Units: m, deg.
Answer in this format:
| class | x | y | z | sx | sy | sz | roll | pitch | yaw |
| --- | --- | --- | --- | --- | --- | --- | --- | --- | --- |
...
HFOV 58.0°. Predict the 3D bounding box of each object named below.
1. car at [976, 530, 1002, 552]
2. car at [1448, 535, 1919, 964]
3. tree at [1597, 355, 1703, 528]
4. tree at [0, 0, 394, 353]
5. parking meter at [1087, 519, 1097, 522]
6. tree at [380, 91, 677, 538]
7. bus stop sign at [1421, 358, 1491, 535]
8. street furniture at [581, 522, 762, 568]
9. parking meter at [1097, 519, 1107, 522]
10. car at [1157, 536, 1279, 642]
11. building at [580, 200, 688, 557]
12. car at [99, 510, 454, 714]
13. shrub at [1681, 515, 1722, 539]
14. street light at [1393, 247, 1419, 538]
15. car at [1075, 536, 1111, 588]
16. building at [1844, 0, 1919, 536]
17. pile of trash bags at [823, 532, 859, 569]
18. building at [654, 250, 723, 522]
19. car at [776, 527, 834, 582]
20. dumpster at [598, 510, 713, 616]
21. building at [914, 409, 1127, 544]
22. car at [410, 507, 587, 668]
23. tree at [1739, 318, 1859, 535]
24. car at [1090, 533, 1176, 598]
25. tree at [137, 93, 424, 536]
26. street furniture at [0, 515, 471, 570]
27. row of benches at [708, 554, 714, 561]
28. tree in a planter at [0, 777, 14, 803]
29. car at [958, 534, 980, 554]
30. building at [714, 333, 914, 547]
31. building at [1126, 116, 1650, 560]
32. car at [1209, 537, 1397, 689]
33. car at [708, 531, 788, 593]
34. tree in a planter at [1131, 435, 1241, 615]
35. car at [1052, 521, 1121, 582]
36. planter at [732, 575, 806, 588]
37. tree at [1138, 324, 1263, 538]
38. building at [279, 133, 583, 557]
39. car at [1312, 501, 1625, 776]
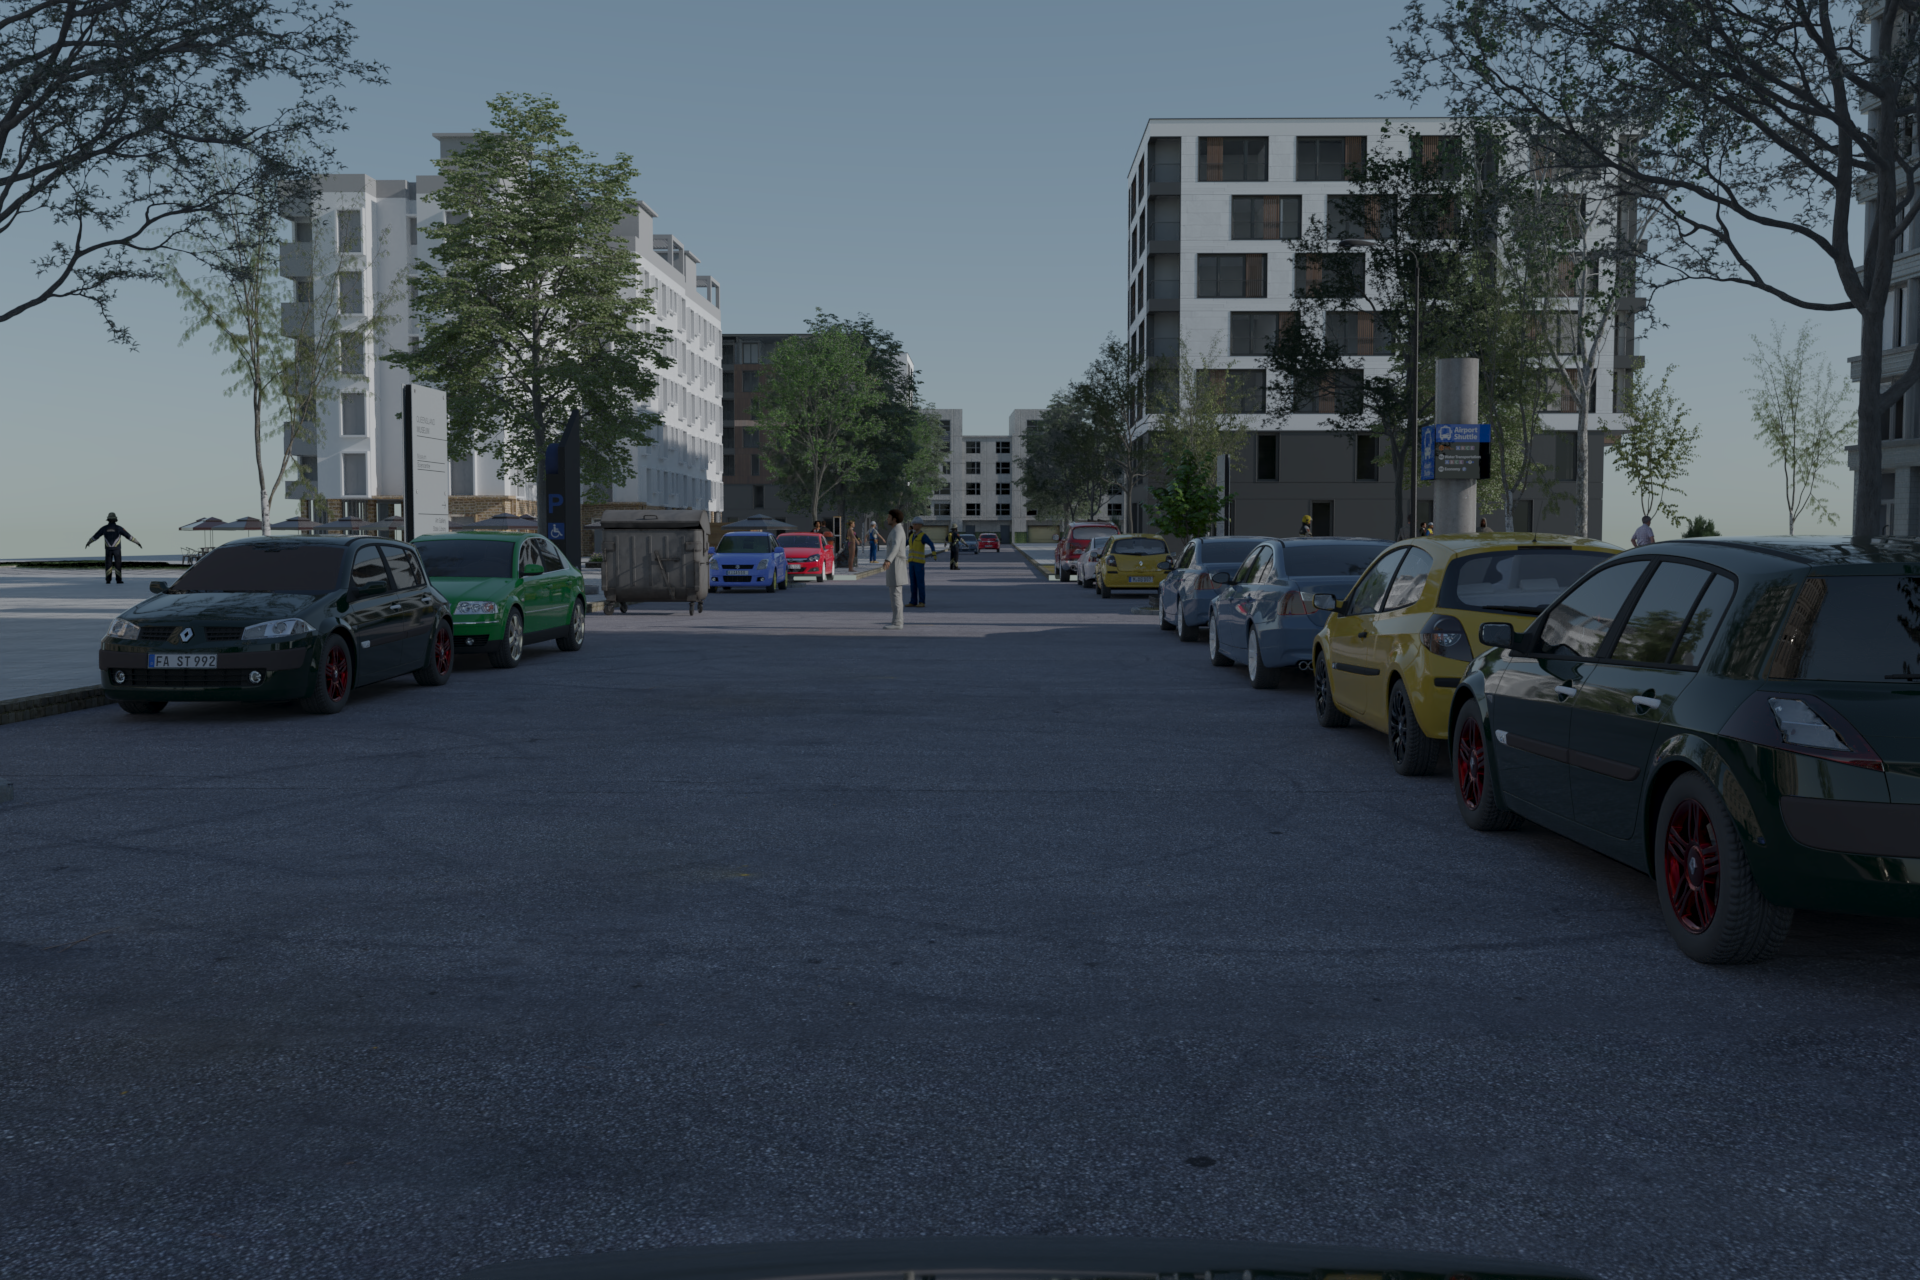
| class | x | y | z | sx | sy | sz | roll | pitch | yaw |
| --- | --- | --- | --- | --- | --- | --- | --- | --- | --- |
| car | 2.231 | -7.786 | 136.341 | 2.155 | 1.783 | 4.494 | 0 | 4 | 1 |
| car | 3.301 | 0.161 | 7.151 | 2.009 | 1.686 | 4.222 | 0 | 4 | 1 |
| tree | 28.056 | -7.350 | 70.542 | 4.737 | 8.622 | 4.395 | 0 | 3 | 0 |
| tree | -11.521 | -6.652 | 19.138 | 12.009 | 13.543 | 11.850 | 0 | 3 | 0 |
| parking meter | 5.050 | -3.685 | 65.966 | 0.399 | 1.863 | 0.255 | 0 | 4 | 2 |
| tree | -11.316 | -7.790 | 45.492 | 7.486 | 12.596 | 7.792 | 0 | 3 | 0 |
| bus stop sign | 7.497 | -2.276 | 26.232 | 0.837 | 3.901 | 0.837 | 0 | 4 | 1 |
| street furniture | -11.793 | -3.723 | 67.724 | 9.812 | 1.723 | 11.010 | 0 | 4 | 7 |
| parking meter | 5.380 | -3.651 | 65.406 | 0.399 | 1.863 | 0.255 | 0 | 4 | 2 |
| car | 3.818 | -0.753 | 24.311 | 2.014 | 1.417 | 4.499 | 0 | 4 | 1 |
| building | -22.910 | -14.881 | 99.716 | 16.016 | 20.090 | 11.380 | 0 | 4 | 1 |
| car | -5.768 | -0.321 | 15.027 | 2.009 | 1.686 | 4.222 | 0 | 4 | 2 |
| shrub | 27.249 | -3.628 | 63.743 | 1.690 | 2.028 | 1.600 | 0 | 3 | 0 |
| street light | 7.736 | -3.355 | 27.392 | 1.470 | 5.913 | 1.316 | 0 | 4 | 1 |
| car | 4.203 | -2.136 | 47.291 | 2.083 | 1.381 | 4.827 | 0 | 4 | 1 |
| building | 26.245 | -11.519 | 35.012 | 8.464 | 21.280 | 15.925 | 0 | 4 | 1 |
| pile of trash bags | -4.837 | -3.432 | 65.863 | 1.912 | 1.369 | 3.447 | 0 | 4 | 2 |
| building | -22.993 | -15.935 | 116.953 | 16.016 | 20.090 | 11.380 | 0 | 4 | 1 |
| car | -4.877 | -2.672 | 52.730 | 2.155 | 1.783 | 4.494 | 0 | 4 | 2 |
| dumpster | -5.414 | -1.384 | 30.840 | 1.865 | 1.857 | 1.264 | 0 | 4 | 1 |
| building | 7.475 | -23.379 | 251.167 | 31.486 | 18.905 | 16.747 | 0 | 4 | -1 |
| car | -5.580 | -0.678 | 19.886 | 1.959 | 1.807 | 4.718 | 0 | 4 | 1 |
| tree | 28.429 | -6.665 | 59.336 | 4.360 | 8.622 | 3.978 | 0 | 3 | 0 |
| car | 4.032 | -1.817 | 39.937 | 2.015 | 1.641 | 3.980 | 0 | 4 | 2 |
| tree | -12.070 | -4.833 | 29.383 | 4.360 | 8.622 | 3.978 | 0 | 3 | 0 |
| street furniture | -31.634 | -3.723 | 65.908 | 27.439 | 1.986 | 14.083 | 3 | 4 | 38 |
| row of benches | -7.663 | -2.378 | 54.344 | 1.422 | 0.672 | 4.104 | -3 | 5 | -44 |
| tree in a planter | -6.114 | -0.708 | 8.795 | 1.991 | 3.239 | 1.994 | 0 | 4 | 1 |
| car | 0.434 | -6.829 | 123.653 | 2.014 | 1.417 | 4.499 | 0 | 4 | 2 |
| building | -19.886 | -21.345 | 192.959 | 27.936 | 21.610 | 32.646 | 0 | 4 | 1 |
| building | 23.550 | -15.751 | 101.506 | 27.936 | 21.610 | 32.646 | 0 | 4 | 1 |
| car | 3.583 | -0.324 | 17.293 | 2.014 | 1.417 | 4.499 | 0 | 4 | 1 |
| car | -5.319 | -2.067 | 43.387 | 1.945 | 1.707 | 3.694 | 0 | 4 | 1 |
| tree in a planter | 4.116 | -2.082 | 31.263 | 1.991 | 3.239 | 1.994 | 0 | 4 | 1 |
| car | 4.014 | -2.738 | 53.440 | 2.281 | 1.827 | 5.304 | 0 | 4 | 0 |
| planter | -5.217 | -1.577 | 46.925 | 1.991 | 0.319 | 1.994 | 0 | 4 | 1 |
| tree | 8.067 | -6.805 | 61.617 | 4.360 | 8.622 | 3.978 | 0 | 3 | 0 |
| building | -26.168 | -13.869 | 83.179 | 16.016 | 20.090 | 11.380 | 0 | 4 | 1 |
| car | 3.481 | -0.088 | 11.661 | 2.015 | 1.641 | 3.980 | 0 | 4 | 2 |
